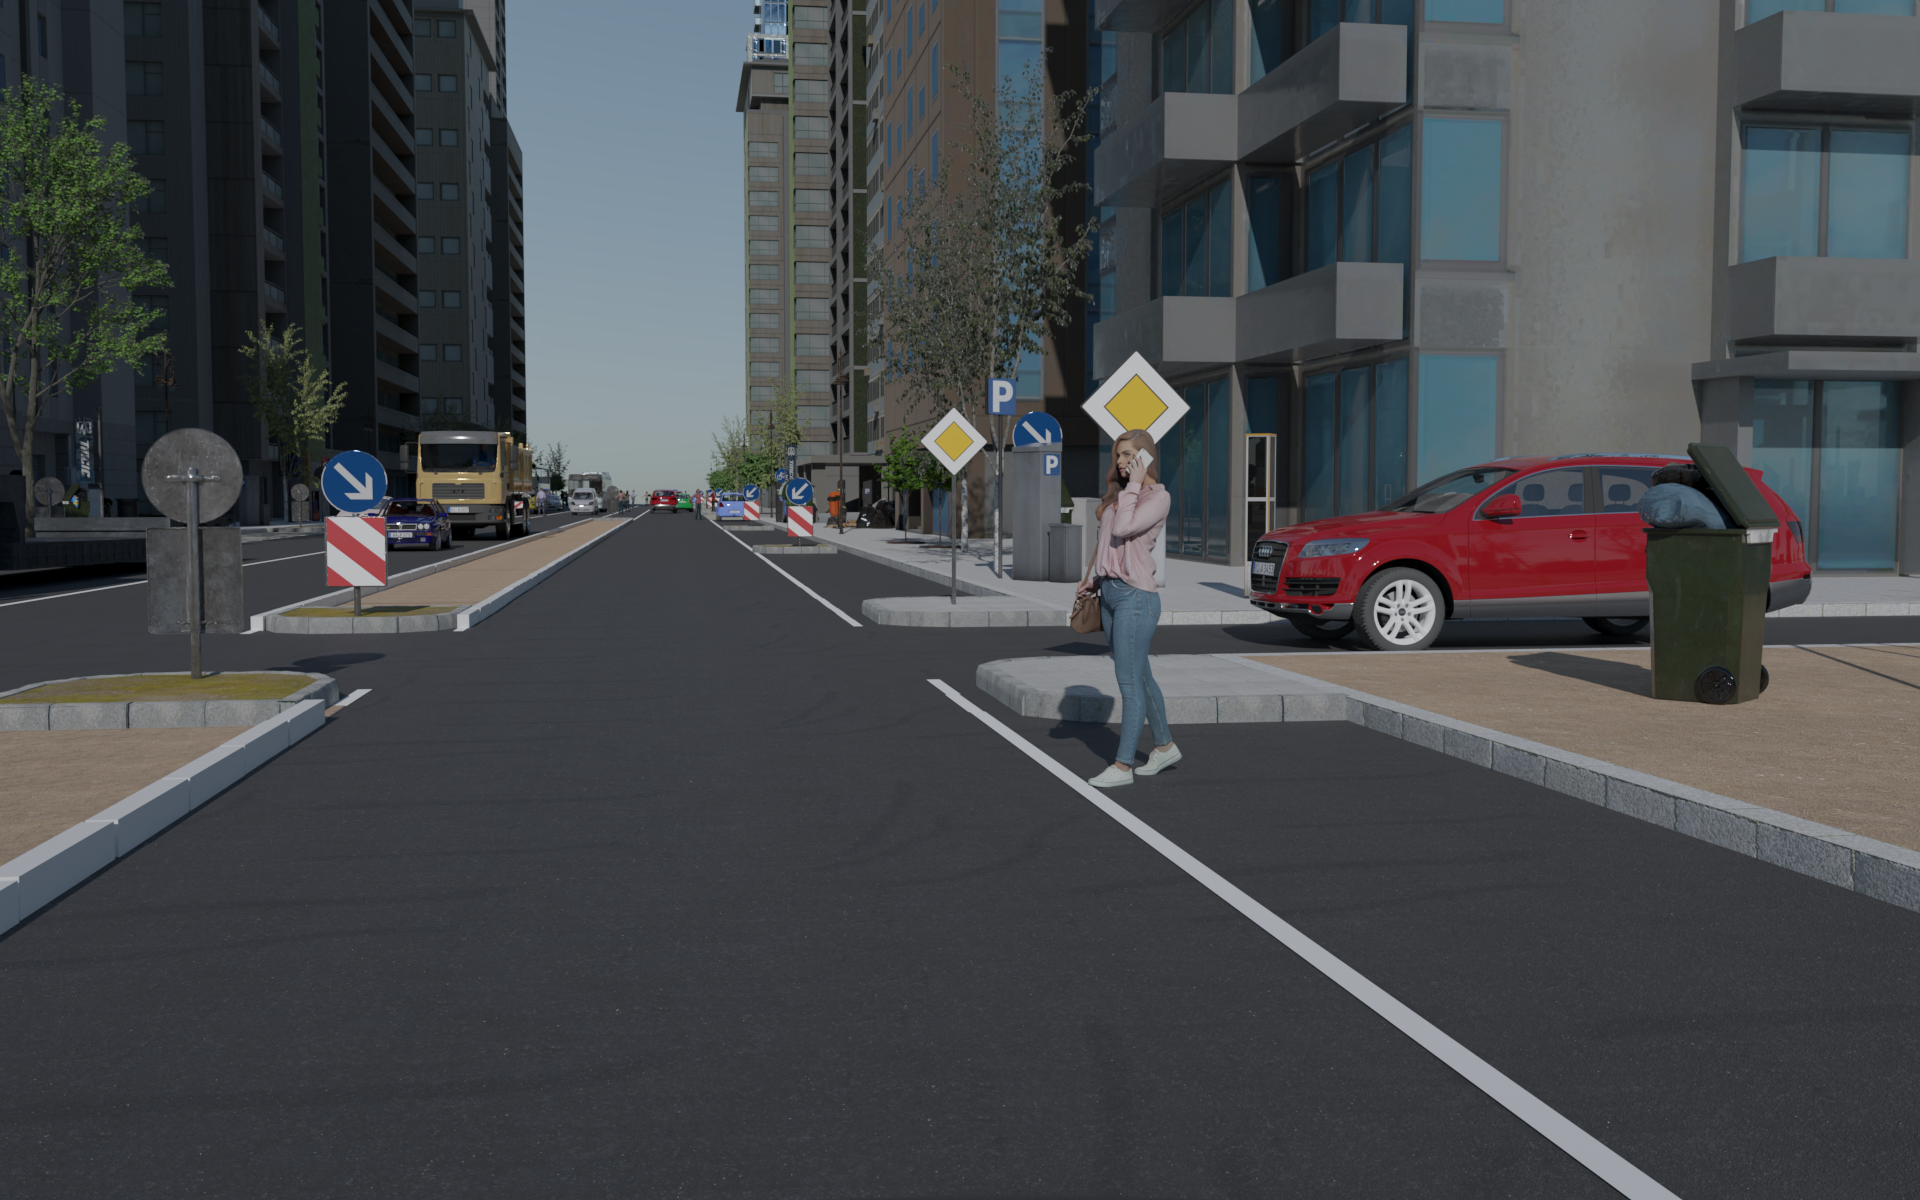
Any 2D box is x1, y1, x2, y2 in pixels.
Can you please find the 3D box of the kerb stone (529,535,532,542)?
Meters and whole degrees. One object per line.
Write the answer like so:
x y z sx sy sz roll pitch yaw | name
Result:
-12.782 -1.761 50.988 0.120 0.150 1.000 -1 4 -9 | kerb stone

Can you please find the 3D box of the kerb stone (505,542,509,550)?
-11.620 -1.329 43.922 0.120 0.150 1.000 -1 4 -9 | kerb stone

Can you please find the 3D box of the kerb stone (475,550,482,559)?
-10.620 -0.954 37.857 0.120 0.150 1.000 -1 4 -9 | kerb stone

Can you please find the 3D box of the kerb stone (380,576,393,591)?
-8.611 -0.216 25.725 0.120 0.150 1.000 -1 4 -9 | kerb stone

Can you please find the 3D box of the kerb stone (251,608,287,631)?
-7.449 0.219 18.642 0.120 0.150 1.000 -1 4 -9 | kerb stone

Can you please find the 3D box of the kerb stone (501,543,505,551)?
-11.454 -1.267 42.910 0.120 0.150 1.000 -1 4 -9 | kerb stone

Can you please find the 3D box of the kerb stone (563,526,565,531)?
-15.285 -2.689 66.169 0.120 0.150 1.000 -1 4 -9 | kerb stone

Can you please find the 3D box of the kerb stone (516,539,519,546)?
-12.120 -1.513 46.951 0.120 0.150 1.000 -1 4 -9 | kerb stone

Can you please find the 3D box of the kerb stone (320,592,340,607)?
-7.953 0.032 21.671 0.120 0.150 1.000 -1 4 -9 | kerb stone

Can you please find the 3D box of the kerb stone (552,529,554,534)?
-14.289 -2.318 60.102 0.120 0.150 1.000 -1 4 -9 | kerb stone

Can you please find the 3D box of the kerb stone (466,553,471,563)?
-10.284 -0.832 35.834 0.120 0.150 1.000 -1 4 -9 | kerb stone

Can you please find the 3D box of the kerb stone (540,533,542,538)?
-13.455 -2.009 55.038 0.120 0.150 1.000 -1 4 -9 | kerb stone

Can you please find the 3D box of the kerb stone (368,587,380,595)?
-8.457 -0.154 24.707 0.120 0.150 1.000 -1 4 -9 | kerb stone

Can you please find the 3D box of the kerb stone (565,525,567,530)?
-15.449 -2.750 67.177 0.120 0.150 1.000 -1 4 -9 | kerb stone

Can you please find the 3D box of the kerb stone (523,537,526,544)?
-12.457 -1.637 48.967 0.120 0.150 1.000 -1 4 -9 | kerb stone

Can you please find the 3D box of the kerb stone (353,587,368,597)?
-8.286 -0.092 23.692 0.120 0.150 1.000 -1 4 -9 | kerb stone

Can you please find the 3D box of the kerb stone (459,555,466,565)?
-10.116 -0.772 34.826 0.120 0.150 1.000 -1 4 -9 | kerb stone

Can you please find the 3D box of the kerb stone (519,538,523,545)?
-12.289 -1.576 47.959 0.120 0.150 1.000 -1 4 -9 | kerb stone

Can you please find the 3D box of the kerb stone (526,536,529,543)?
-12.621 -1.699 49.979 0.120 0.150 1.000 -1 4 -9 | kerb stone

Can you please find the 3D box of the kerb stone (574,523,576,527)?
-16.451 -3.120 73.238 0.120 0.150 1.000 -1 4 -9 | kerb stone

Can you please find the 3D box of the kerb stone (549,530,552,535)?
-14.119 -2.257 59.090 0.120 0.150 1.000 -1 4 -9 | kerb stone

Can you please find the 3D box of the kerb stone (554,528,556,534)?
-14.460 -2.378 61.117 0.120 0.150 1.000 -1 4 -9 | kerb stone

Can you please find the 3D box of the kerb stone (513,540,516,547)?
-11.952 -1.452 45.942 0.120 0.150 1.000 -1 4 -9 | kerb stone

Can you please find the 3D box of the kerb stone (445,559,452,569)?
-9.793 -0.643 32.801 0.120 0.150 1.000 -1 4 -9 | kerb stone

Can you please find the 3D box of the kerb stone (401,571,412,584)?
-8.955 -0.339 27.740 0.120 0.150 1.000 -1 4 -9 | kerb stone

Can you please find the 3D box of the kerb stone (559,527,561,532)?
-14.958 -2.566 64.143 0.120 0.150 1.000 -1 4 -9 | kerb stone

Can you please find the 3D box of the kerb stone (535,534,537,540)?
-13.112 -1.885 53.010 0.120 0.150 1.000 -1 4 -9 | kerb stone

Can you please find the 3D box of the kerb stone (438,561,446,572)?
-9.609 -0.586 31.785 0.120 0.150 1.000 -1 4 -9 | kerb stone

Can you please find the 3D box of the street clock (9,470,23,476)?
-27.976 -2.870 51.503 0.471 2.002 0.358 0 4 6 | street clock

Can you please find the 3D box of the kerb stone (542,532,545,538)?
-13.617 -2.070 56.047 0.120 0.150 1.000 -1 4 -9 | kerb stone

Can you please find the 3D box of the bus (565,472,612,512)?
-29.307 -8.719 137.407 2.948 3.499 13.247 0 4 -8 | bus

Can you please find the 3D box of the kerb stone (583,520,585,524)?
-17.613 -3.554 80.307 0.120 0.150 1.000 -1 4 -9 | kerb stone

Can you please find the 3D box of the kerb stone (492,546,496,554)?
-11.119 -1.144 40.893 0.120 0.150 1.000 -1 4 -9 | kerb stone

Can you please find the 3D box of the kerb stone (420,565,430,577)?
-9.287 -0.463 29.763 0.120 0.150 1.000 -1 4 -9 | kerb stone

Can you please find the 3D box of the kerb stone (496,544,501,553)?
-11.288 -1.205 41.902 0.120 0.150 1.000 -1 4 -9 | kerb stone

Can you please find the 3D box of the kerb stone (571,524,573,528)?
-16.119 -2.998 71.210 0.120 0.150 1.000 -1 4 -9 | kerb stone

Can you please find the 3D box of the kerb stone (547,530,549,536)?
-13.957 -2.192 58.077 0.120 0.150 1.000 -1 4 -9 | kerb stone

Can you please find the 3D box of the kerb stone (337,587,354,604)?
-8.120 -0.029 22.680 0.120 0.150 1.000 -1 4 -9 | kerb stone

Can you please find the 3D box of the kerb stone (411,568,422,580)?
-9.117 -0.398 28.756 0.120 0.150 1.000 -1 4 -9 | kerb stone

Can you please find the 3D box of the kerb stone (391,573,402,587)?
-8.786 -0.275 26.732 0.120 0.150 1.000 -1 4 -9 | kerb stone

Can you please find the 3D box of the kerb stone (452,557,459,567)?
-9.949 -0.711 33.814 0.120 0.150 1.000 -1 4 -9 | kerb stone

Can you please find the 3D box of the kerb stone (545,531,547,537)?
-13.786 -2.127 57.055 0.120 0.150 1.000 -1 4 -9 | kerb stone

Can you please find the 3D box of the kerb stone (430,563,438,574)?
-9.457 -0.525 30.774 0.120 0.150 1.000 -1 4 -9 | kerb stone

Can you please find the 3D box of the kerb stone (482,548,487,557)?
-10.791 -1.020 38.870 0.120 0.150 1.000 -1 4 -9 | kerb stone

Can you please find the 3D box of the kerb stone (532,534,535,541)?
-12.949 -1.823 51.997 0.120 0.150 1.000 -1 4 -9 | kerb stone

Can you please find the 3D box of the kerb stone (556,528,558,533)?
-14.617 -2.442 62.128 0.120 0.150 1.000 -1 4 -9 | kerb stone

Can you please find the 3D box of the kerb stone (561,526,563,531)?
-15.123 -2.626 65.160 0.120 0.150 1.000 -1 4 -9 | kerb stone

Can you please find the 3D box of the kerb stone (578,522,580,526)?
-16.948 -3.307 76.263 0.120 0.150 1.000 -1 4 -9 | kerb stone

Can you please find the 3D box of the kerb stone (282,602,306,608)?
-7.621 0.156 19.649 0.120 0.150 1.000 -1 4 -9 | kerb stone

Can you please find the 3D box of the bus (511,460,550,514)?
-31.613 -8.227 126.058 2.896 3.916 12.252 -1 4 -9 | bus

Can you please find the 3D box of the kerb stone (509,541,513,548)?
-11.782 -1.390 44.931 0.120 0.150 1.000 -1 4 -9 | kerb stone

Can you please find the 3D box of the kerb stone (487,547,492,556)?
-10.957 -1.082 39.878 0.120 0.150 1.000 -1 4 -9 | kerb stone

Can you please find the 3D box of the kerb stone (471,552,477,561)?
-10.456 -0.893 36.841 0.120 0.150 1.000 -1 4 -9 | kerb stone

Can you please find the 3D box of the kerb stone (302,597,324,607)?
-7.786 0.094 20.663 0.120 0.150 1.000 -1 4 -9 | kerb stone

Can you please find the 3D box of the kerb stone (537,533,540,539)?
-13.285 -1.945 54.020 0.120 0.150 1.000 -1 4 -9 | kerb stone

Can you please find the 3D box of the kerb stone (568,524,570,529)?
-15.784 -2.875 69.194 0.120 0.150 1.000 -1 4 -9 | kerb stone
